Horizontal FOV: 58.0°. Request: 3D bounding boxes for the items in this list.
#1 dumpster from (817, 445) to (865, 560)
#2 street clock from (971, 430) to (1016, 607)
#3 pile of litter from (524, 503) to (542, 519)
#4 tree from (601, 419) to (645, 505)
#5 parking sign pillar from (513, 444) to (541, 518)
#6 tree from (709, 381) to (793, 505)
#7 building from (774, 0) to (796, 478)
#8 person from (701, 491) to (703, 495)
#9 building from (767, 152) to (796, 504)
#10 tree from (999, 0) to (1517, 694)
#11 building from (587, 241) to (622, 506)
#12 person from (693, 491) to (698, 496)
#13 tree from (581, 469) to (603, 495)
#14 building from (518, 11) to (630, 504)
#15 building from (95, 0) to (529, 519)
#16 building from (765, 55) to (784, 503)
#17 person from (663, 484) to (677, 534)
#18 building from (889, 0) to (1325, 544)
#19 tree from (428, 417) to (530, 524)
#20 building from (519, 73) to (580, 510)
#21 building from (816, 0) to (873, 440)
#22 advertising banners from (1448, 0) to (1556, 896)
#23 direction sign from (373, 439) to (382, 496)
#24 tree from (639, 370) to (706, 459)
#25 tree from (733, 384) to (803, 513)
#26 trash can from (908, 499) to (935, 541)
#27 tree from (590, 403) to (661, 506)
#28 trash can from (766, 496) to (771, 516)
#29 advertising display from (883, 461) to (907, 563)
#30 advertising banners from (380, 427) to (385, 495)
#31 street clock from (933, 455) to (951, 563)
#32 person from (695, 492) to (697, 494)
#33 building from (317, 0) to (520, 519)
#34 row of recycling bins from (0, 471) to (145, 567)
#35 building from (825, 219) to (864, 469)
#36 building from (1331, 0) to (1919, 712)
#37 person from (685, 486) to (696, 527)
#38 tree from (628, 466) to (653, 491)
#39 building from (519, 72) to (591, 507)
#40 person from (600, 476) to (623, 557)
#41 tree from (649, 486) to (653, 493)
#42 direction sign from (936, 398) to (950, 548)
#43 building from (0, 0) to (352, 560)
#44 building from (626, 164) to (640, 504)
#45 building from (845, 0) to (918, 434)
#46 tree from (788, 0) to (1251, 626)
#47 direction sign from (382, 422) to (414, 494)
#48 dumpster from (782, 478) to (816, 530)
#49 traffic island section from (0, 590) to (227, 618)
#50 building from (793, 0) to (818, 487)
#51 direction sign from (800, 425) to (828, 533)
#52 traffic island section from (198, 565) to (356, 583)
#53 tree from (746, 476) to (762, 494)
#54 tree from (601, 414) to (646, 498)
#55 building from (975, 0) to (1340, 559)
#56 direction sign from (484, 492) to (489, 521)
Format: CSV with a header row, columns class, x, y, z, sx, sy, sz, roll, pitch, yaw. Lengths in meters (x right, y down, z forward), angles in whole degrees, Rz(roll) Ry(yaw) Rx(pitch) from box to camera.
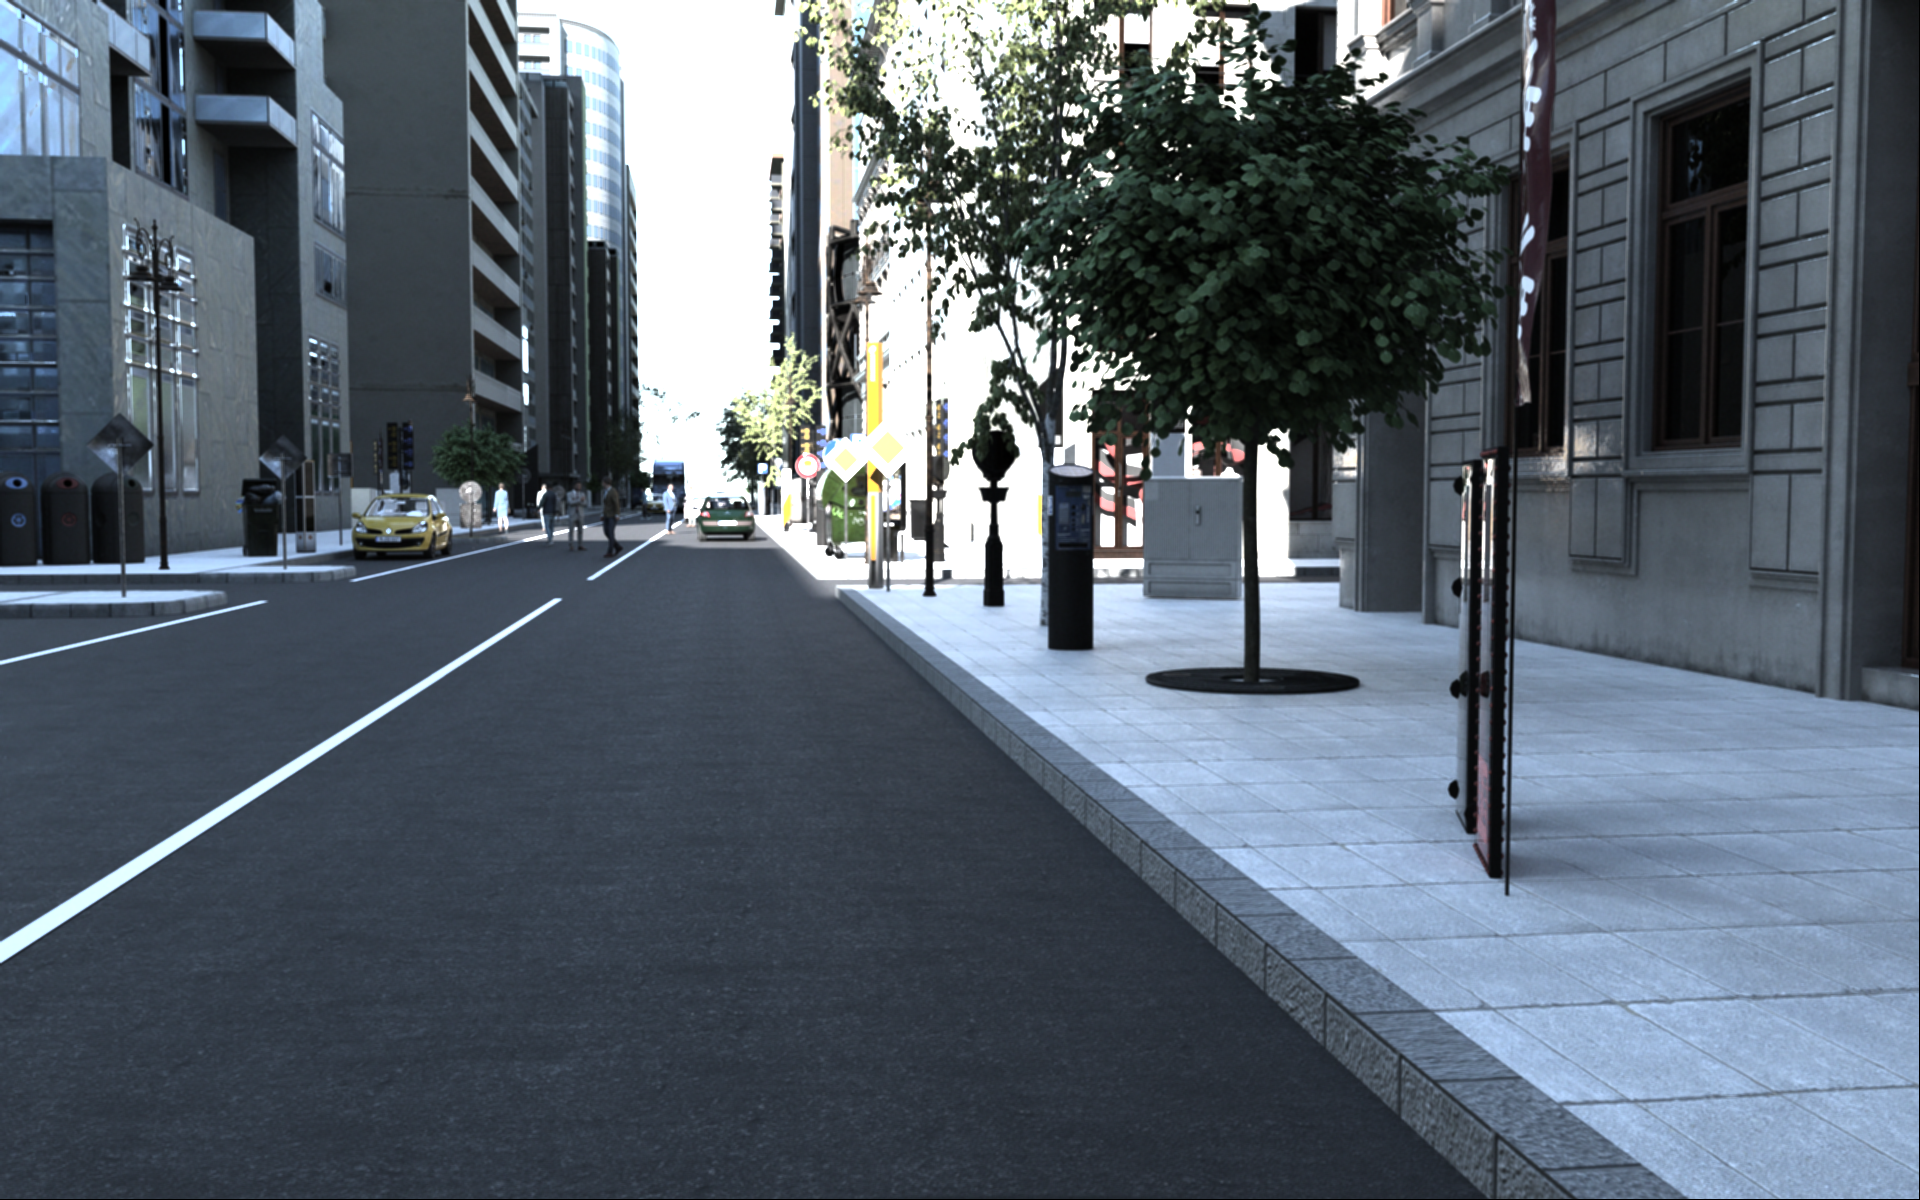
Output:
class,x,y,z,sx,sy,sz,roll,pitch,yaw
dumpster,-2.059,-1.960,34.546,1.502,2.255,1.985,0,4,-8
street clock,0.387,-0.932,19.806,0.471,2.002,0.358,-1,4,-20
pile of litter,-21.852,-4.595,89.100,1.176,0.858,1.719,0,4,-6
tree,-32.978,-13.400,169.454,4.360,8.622,3.978,0,3,0
parking sign pillar,-23.366,-6.412,93.305,1.447,3.967,1.447,0,4,-5
tree,-23.365,-17.674,195.619,9.857,13.997,8.962,0,3,0
building,-2.831,-35.238,165.376,28.713,52.752,27.495,0,4,-8
person,-31.745,-12.506,212.974,0.705,1.824,1.348,-1,4,-9
building,-13.085,-34.566,219.784,22.147,44.769,28.867,0,4,-8
tree,1.968,-1.714,11.735,4.285,4.588,4.351,0,3,0
building,-45.730,-25.883,194.895,14.160,30.474,14.107,0,4,-8
person,-31.495,-12.026,205.112,1.348,1.826,0.705,1,4,22
tree,-28.718,-8.672,136.387,1.663,3.219,1.824,0,3,0
building,-52.588,-41.130,214.468,21.231,58.520,28.212,0,4,-8
building,-40.360,-49.077,115.088,22.319,86.520,31.000,0,4,-8
building,-17.114,-57.214,248.116,22.319,86.520,31.000,0,4,-8
person,-10.481,-3.295,62.555,0.419,1.800,0.721,1,4,21
building,3.714,-12.292,55.718,10.420,20.320,16.860,0,4,-8
tree,-21.073,-5.745,77.651,4.285,4.588,4.351,0,3,0
building,-48.594,-27.625,143.543,32.217,40.220,23.993,0,4,-8
building,-2.246,-28.478,115.729,14.600,45.320,14.200,0,4,-8
advertising banners,1.839,-0.597,5.950,0.090,3.025,2.074,1,4,11
direction sign,-23.827,-4.831,70.981,0.379,3.537,0.876,-3,5,-41
tree,-44.003,-24.834,261.924,12.611,20.169,13.585,0,3,0
tree,-12.622,-10.059,114.824,4.360,8.622,3.978,0,3,0
trash can,-1.054,-2.182,47.328,0.748,1.137,0.748,0,3,0
tree,-34.675,-14.939,178.669,8.767,10.594,7.601,1,4,17
trash can,-11.621,-5.594,103.122,0.748,1.137,0.748,0,3,0
advertising display,-1.300,-1.672,32.543,0.123,1.923,0.974,-2,4,-32
advertising banners,-15.341,-3.045,45.972,0.090,3.025,2.074,-1,4,-17
street clock,-0.404,-1.708,32.489,0.358,2.002,0.471,2,4,35
person,-36.306,-13.974,237.759,1.217,1.735,0.721,-2,4,-35
building,-34.547,-28.398,88.011,21.300,48.544,21.600,0,4,-8
row of recycling bins,-16.648,-1.476,31.251,3.534,1.692,1.069,-3,5,-45
building,0.750,-14.131,98.498,16.820,18.784,16.811,0,4,-8
building,10.534,-10.636,10.056,11.583,22.565,21.152,0,4,-8
person,-11.865,-4.117,75.990,0.511,1.800,0.466,2,4,31
tree,-36.972,-13.264,200.583,4.285,4.588,4.351,0,3,0
building,-42.763,-29.360,163.624,14.154,41.232,14.086,0,4,-8
person,-8.012,-1.913,39.681,0.656,1.842,0.836,1,4,20
tree,-42.582,-15.110,241.642,1.663,3.219,1.824,0,3,0
direction sign,-0.421,-3.019,41.352,0.379,3.537,0.876,-1,4,-19
building,-29.442,-44.774,44.726,22.319,86.520,31.000,0,4,-8
building,-55.865,-37.692,239.971,21.300,48.544,21.600,0,4,-8
building,1.231,-15.007,74.238,11.050,23.489,19.941,0,4,-8
tree,0.623,-4.059,16.722,4.737,8.622,4.395,0,3,0
direction sign,-17.722,-3.848,54.914,0.876,3.537,0.379,1,4,10
dumpster,-5.622,-3.396,61.289,1.264,1.857,1.865,0,4,-8
traffic island section,-10.431,0.044,21.564,2.009,0.180,2.903,0,4,-8
building,-2.547,-36.370,136.646,21.231,58.520,28.212,0,4,-8
direction sign,-4.833,-3.978,57.045,0.876,3.537,0.379,-1,4,-16
traffic island section,-11.507,-0.440,29.477,2.009,0.180,2.903,0,4,-8
tree,-19.310,-10.533,166.809,1.663,3.219,1.824,0,3,0
tree,-31.506,-12.867,160.729,4.737,8.622,4.395,0,3,0
building,9.398,-11.289,39.328,16.860,20.320,10.420,0,4,-8
direction sign,-22.185,-5.457,81.216,0.379,3.537,0.876,3,5,39
